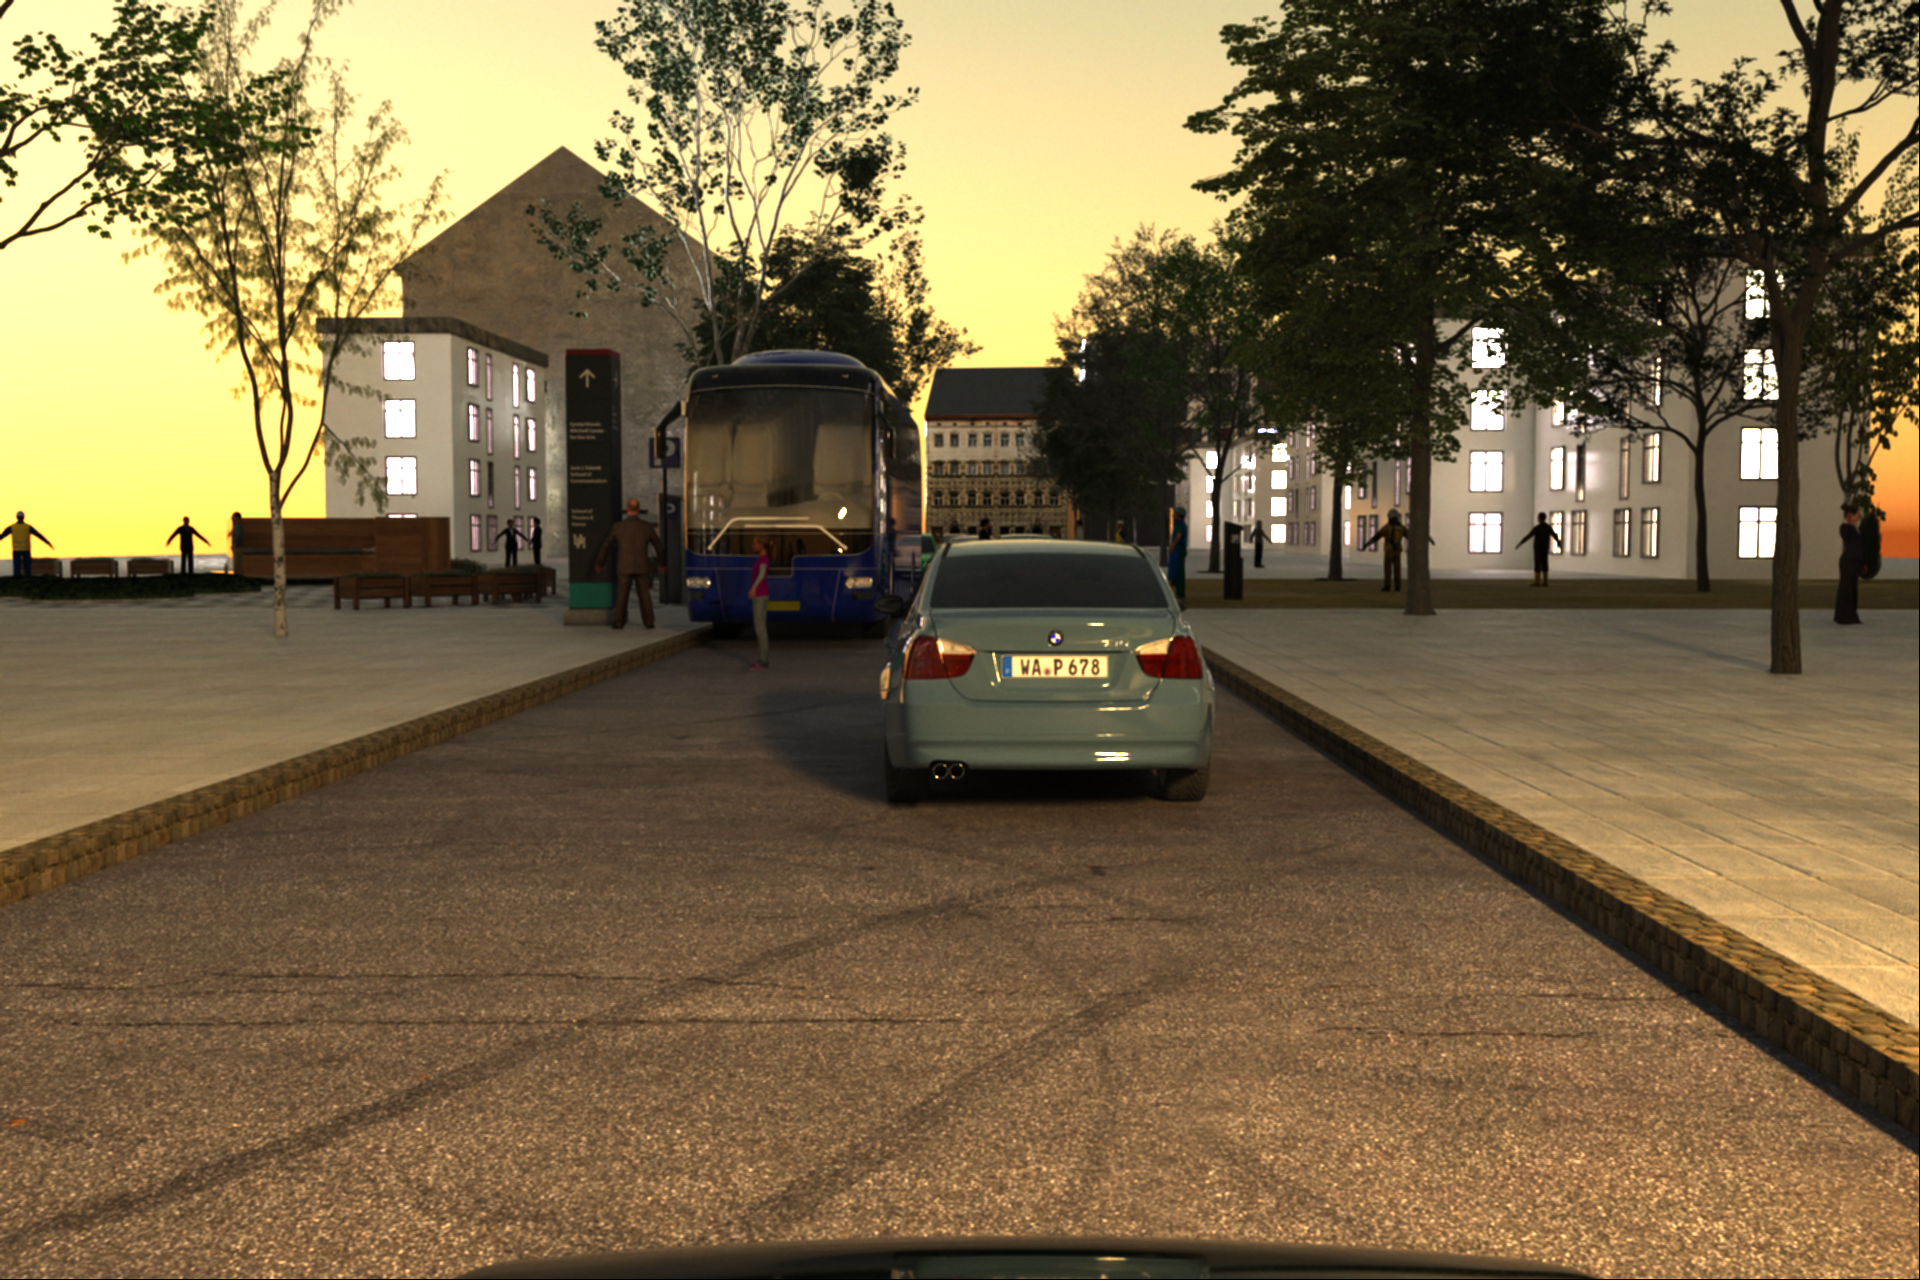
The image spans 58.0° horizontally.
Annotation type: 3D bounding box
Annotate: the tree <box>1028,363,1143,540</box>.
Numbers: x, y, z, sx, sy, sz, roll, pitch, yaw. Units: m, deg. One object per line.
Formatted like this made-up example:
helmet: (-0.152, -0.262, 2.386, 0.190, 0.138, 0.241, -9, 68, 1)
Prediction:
tree: (9.265, -12.833, 120.190, 12.009, 13.543, 11.850, 0, 3, 0)

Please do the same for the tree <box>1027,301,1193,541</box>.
tree: (8.581, -11.608, 96.449, 9.857, 13.997, 8.962, 0, 3, 0)

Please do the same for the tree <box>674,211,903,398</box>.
tree: (-6.823, -9.989, 69.976, 9.857, 13.997, 8.962, 0, 3, 0)

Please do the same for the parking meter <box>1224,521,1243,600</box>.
parking meter: (5.374, -1.566, 34.022, 0.372, 1.533, 0.369, 0, 3, 0)

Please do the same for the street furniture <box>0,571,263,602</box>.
street furniture: (-19.098, -1.150, 34.437, 10.072, 0.657, 5.734, -2, 4, -29)

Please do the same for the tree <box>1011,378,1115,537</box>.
tree: (8.941, -13.690, 134.200, 12.009, 13.543, 11.850, 0, 3, 0)

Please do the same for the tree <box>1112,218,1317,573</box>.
tree: (8.527, -8.023, 56.929, 9.928, 11.665, 9.643, 0, 3, 0)

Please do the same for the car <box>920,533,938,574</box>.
car: (-1.335, -2.215, 45.011, 1.959, 1.807, 4.718, 0, 4, 1)

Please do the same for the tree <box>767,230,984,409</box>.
tree: (-5.309, -15.407, 107.796, 12.611, 20.169, 13.585, 0, 3, 0)

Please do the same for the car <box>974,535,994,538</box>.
car: (1.256, -5.271, 98.542, 2.083, 1.381, 4.827, 0, 4, 1)

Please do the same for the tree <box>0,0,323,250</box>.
tree: (-8.583, -5.358, 13.362, 9.928, 11.665, 9.643, 0, 3, 0)

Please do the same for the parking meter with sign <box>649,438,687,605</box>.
parking meter with sign: (-5.314, -2.198, 32.205, 0.543, 3.016, 1.738, 0, 4, 2)

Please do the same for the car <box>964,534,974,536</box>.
car: (0.443, -6.004, 110.173, 2.014, 1.417, 4.499, 0, 4, 1)

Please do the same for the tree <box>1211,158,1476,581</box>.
tree: (10.564, -7.454, 47.626, 9.928, 11.665, 9.643, 0, 3, 0)

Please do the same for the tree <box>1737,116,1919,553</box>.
tree: (16.352, -4.947, 31.241, 4.737, 8.622, 4.395, 0, 3, 0)

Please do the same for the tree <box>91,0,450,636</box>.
tree: (-8.663, -4.370, 21.818, 4.360, 8.622, 3.978, 0, 3, 0)

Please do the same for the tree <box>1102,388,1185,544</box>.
tree: (8.772, -8.401, 87.715, 4.360, 8.622, 3.978, 0, 3, 0)

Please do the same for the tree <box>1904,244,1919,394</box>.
tree: (23.743, -5.459, 39.622, 4.737, 8.622, 4.395, 0, 3, 0)

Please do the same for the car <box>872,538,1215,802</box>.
car: (0.451, 0.088, 10.566, 2.014, 1.417, 4.499, 0, 4, 0)

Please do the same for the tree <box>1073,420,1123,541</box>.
tree: (9.078, -9.639, 107.955, 4.737, 8.622, 4.395, 0, 3, 0)

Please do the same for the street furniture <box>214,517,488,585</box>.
street furniture: (-15.891, -2.522, 48.082, 9.812, 1.723, 11.010, -2, 4, -27)

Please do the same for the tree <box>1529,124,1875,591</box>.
tree: (16.362, -6.375, 38.652, 7.601, 10.594, 8.767, 1, 4, 18)

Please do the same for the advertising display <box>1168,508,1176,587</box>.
advertising display: (5.262, -2.296, 42.749, 0.123, 1.923, 0.974, 0, 4, 1)

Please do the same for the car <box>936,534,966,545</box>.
car: (-0.295, -4.812, 88.905, 2.015, 1.641, 3.980, 0, 4, 1)

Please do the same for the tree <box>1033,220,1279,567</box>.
tree: (7.964, -9.630, 67.817, 12.009, 13.543, 11.850, 0, 3, 0)

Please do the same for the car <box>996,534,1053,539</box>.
car: (1.426, -1.609, 38.109, 2.131, 1.459, 4.920, 0, 4, 0)

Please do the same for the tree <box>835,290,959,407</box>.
tree: (-7.305, -16.841, 131.235, 12.611, 20.169, 13.585, 0, 3, 0)

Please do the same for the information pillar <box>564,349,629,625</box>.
information pillar: (-5.186, -2.154, 24.598, 0.750, 3.857, 0.750, 0, 4, 2)

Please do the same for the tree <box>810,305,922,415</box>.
tree: (-6.621, -11.471, 94.208, 9.857, 13.997, 8.962, 0, 3, 0)

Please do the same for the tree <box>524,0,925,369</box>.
tree: (-7.080, -12.144, 54.436, 12.611, 20.169, 13.585, 0, 3, 0)

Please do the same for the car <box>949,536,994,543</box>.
car: (0.379, -2.371, 51.126, 2.083, 1.381, 4.827, 0, 4, 0)
